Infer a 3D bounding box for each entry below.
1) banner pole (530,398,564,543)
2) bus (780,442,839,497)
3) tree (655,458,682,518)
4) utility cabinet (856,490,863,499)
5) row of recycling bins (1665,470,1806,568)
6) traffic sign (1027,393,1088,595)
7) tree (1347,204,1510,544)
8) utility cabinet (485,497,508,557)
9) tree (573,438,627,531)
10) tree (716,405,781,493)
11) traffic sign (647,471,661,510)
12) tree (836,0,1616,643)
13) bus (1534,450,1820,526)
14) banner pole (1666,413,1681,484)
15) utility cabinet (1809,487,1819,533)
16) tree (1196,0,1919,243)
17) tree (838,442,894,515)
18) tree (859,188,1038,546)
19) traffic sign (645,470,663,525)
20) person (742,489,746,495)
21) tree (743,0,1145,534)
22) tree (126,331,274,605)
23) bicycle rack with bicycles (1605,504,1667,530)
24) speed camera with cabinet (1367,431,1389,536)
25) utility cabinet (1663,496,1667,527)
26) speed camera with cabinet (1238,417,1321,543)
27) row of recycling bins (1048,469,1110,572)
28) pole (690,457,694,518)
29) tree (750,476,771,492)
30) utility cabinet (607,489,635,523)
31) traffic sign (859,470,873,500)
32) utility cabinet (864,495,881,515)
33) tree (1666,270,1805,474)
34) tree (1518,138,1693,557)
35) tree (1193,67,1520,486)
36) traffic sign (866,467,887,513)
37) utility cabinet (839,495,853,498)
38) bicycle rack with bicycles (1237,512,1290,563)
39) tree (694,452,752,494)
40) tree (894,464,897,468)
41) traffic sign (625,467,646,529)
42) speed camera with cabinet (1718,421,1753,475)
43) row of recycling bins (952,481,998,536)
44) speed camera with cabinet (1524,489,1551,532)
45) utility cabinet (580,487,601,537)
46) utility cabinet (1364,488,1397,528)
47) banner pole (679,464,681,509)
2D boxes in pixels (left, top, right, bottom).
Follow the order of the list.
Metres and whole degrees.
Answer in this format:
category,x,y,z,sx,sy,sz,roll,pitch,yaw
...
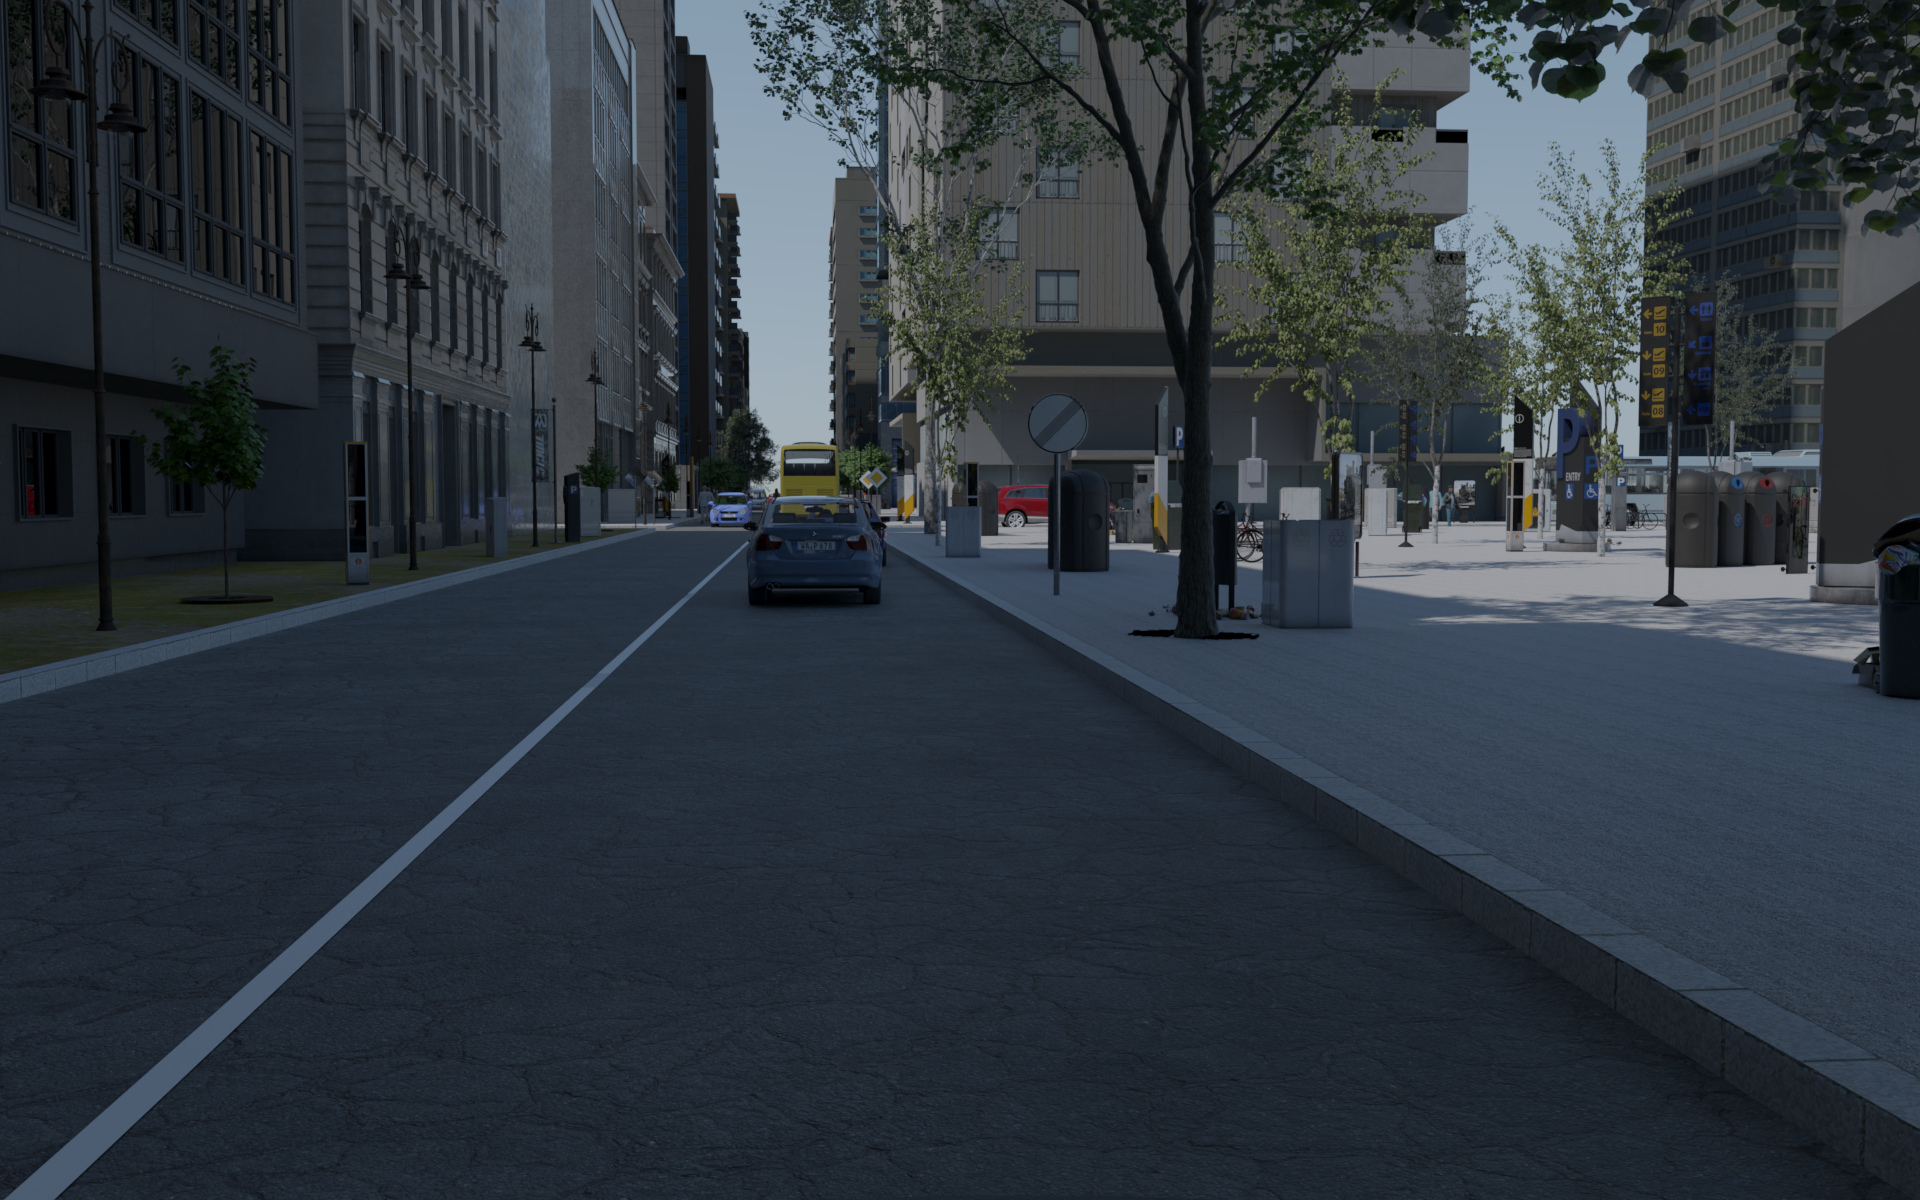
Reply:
category,x,y,z,sx,sy,sz,roll,pitch,yaw
banner pole,-10.722,-3.357,44.898,0.863,3.779,0.401,-2,4,-31
bus,-6.994,-5.441,80.506,2.896,3.916,12.252,0,4,-5
tree,-15.404,-5.981,92.391,1.663,3.219,1.824,0,3,0
utility cabinet,-6.019,-5.840,104.162,0.318,1.500,1.173,0,4,3
row of recycling bins,13.898,-1.466,31.085,3.534,1.692,1.069,-2,4,-34
traffic sign,1.227,-1.334,21.912,0.768,2.556,0.104,0,4,-2
tree,12.245,-5.772,44.733,4.360,8.622,3.978,0,3,0
utility cabinet,-9.555,-1.498,35.661,0.306,1.237,1.020,-2,4,-24
tree,-12.636,-3.995,59.923,1.663,3.219,1.824,0,3,0
tree,-27.453,-18.686,222.530,9.611,12.733,9.660,0,3,0
traffic sign,-13.494,-4.546,76.464,0.606,2.300,0.079,0,4,-3
tree,1.944,-5.468,15.150,9.928,11.665,9.643,0,3,0
bus,29.731,-4.709,71.858,13.247,3.499,2.948,0,4,-6
banner pole,21.847,-3.855,53.051,0.863,3.779,0.401,-3,5,-40
utility cabinet,27.899,-2.944,56.812,1.173,1.500,0.318,2,4,29
tree,3.559,-5.961,4.126,9.857,13.997,8.962,0,3,0
tree,-7.008,-7.943,113.587,4.285,4.588,4.351,0,3,0
tree,-0.294,-5.650,42.734,4.737,8.622,4.395,0,3,0
traffic sign,-12.695,-4.170,71.817,0.795,2.450,0.064,0,4,-5
person,-17.110,-7.891,137.698,0.709,1.800,0.728,1,4,15
tree,0.507,-12.168,54.838,12.611,20.169,13.585,0,3,0
tree,-8.712,-1.593,20.651,1.663,3.219,1.824,0,3,0
bicycle rack with bicycles,24.165,-3.035,63.008,2.925,0.926,2.852,-1,4,-9
speed camera with cabinet,12.960,-3.631,53.696,0.660,3.252,2.038,1,4,13
utility cabinet,28.100,-3.464,67.795,1.020,1.237,0.306,1,4,18
speed camera with cabinet,8.261,-3.086,44.786,2.038,3.252,0.660,0,4,2
row of recycling bins,2.000,-1.407,30.112,1.069,1.692,3.534,0,4,0
pole,-14.617,-6.149,94.379,0.158,3.312,0.155,0,3,0
tree,-34.803,-21.709,305.298,4.360,8.622,3.978,0,3,0
utility cabinet,-15.014,-4.163,76.743,1.173,1.500,0.318,-1,4,-18
traffic sign,-3.836,-4.218,72.610,0.795,2.450,0.064,0,4,-5
utility cabinet,-5.380,-5.816,106.256,1.020,1.237,0.306,-2,4,-26
tree,24.839,-6.495,56.553,4.360,8.622,3.978,0,3,0
tree,12.890,-5.187,35.167,4.737,8.622,4.395,0,3,0
tree,6.151,-4.820,29.178,4.737,8.622,4.395,0,3,0
traffic sign,-3.104,-3.732,64.658,0.795,2.450,0.064,0,4,-5
utility cabinet,-8.096,-6.823,122.720,1.020,1.237,0.306,1,4,14
bicycle rack with bicycles,5.859,-1.209,33.154,2.925,0.926,2.852,1,4,15
tree,-19.038,-9.196,134.073,4.285,4.588,4.351,0,3,0
tree,-7.739,-8.912,129.419,4.285,4.588,4.351,0,3,0
traffic sign,-11.962,-3.683,63.866,0.795,2.450,0.064,0,4,-5
speed camera with cabinet,21.376,-3.182,46.365,0.660,3.252,2.038,-2,4,-32
row of recycling bins,0.417,-2.889,54.352,1.069,1.692,3.534,-1,4,-12
speed camera with cabinet,19.940,-3.922,58.454,2.038,3.252,0.660,0,4,5
utility cabinet,-11.216,-2.653,52.058,0.318,1.500,1.173,1,4,18
utility cabinet,15.967,-3.491,65.749,1.173,1.500,0.318,2,4,35
banner pole,-23.602,-9.538,145.957,0.401,3.779,0.863,-1,4,-19
